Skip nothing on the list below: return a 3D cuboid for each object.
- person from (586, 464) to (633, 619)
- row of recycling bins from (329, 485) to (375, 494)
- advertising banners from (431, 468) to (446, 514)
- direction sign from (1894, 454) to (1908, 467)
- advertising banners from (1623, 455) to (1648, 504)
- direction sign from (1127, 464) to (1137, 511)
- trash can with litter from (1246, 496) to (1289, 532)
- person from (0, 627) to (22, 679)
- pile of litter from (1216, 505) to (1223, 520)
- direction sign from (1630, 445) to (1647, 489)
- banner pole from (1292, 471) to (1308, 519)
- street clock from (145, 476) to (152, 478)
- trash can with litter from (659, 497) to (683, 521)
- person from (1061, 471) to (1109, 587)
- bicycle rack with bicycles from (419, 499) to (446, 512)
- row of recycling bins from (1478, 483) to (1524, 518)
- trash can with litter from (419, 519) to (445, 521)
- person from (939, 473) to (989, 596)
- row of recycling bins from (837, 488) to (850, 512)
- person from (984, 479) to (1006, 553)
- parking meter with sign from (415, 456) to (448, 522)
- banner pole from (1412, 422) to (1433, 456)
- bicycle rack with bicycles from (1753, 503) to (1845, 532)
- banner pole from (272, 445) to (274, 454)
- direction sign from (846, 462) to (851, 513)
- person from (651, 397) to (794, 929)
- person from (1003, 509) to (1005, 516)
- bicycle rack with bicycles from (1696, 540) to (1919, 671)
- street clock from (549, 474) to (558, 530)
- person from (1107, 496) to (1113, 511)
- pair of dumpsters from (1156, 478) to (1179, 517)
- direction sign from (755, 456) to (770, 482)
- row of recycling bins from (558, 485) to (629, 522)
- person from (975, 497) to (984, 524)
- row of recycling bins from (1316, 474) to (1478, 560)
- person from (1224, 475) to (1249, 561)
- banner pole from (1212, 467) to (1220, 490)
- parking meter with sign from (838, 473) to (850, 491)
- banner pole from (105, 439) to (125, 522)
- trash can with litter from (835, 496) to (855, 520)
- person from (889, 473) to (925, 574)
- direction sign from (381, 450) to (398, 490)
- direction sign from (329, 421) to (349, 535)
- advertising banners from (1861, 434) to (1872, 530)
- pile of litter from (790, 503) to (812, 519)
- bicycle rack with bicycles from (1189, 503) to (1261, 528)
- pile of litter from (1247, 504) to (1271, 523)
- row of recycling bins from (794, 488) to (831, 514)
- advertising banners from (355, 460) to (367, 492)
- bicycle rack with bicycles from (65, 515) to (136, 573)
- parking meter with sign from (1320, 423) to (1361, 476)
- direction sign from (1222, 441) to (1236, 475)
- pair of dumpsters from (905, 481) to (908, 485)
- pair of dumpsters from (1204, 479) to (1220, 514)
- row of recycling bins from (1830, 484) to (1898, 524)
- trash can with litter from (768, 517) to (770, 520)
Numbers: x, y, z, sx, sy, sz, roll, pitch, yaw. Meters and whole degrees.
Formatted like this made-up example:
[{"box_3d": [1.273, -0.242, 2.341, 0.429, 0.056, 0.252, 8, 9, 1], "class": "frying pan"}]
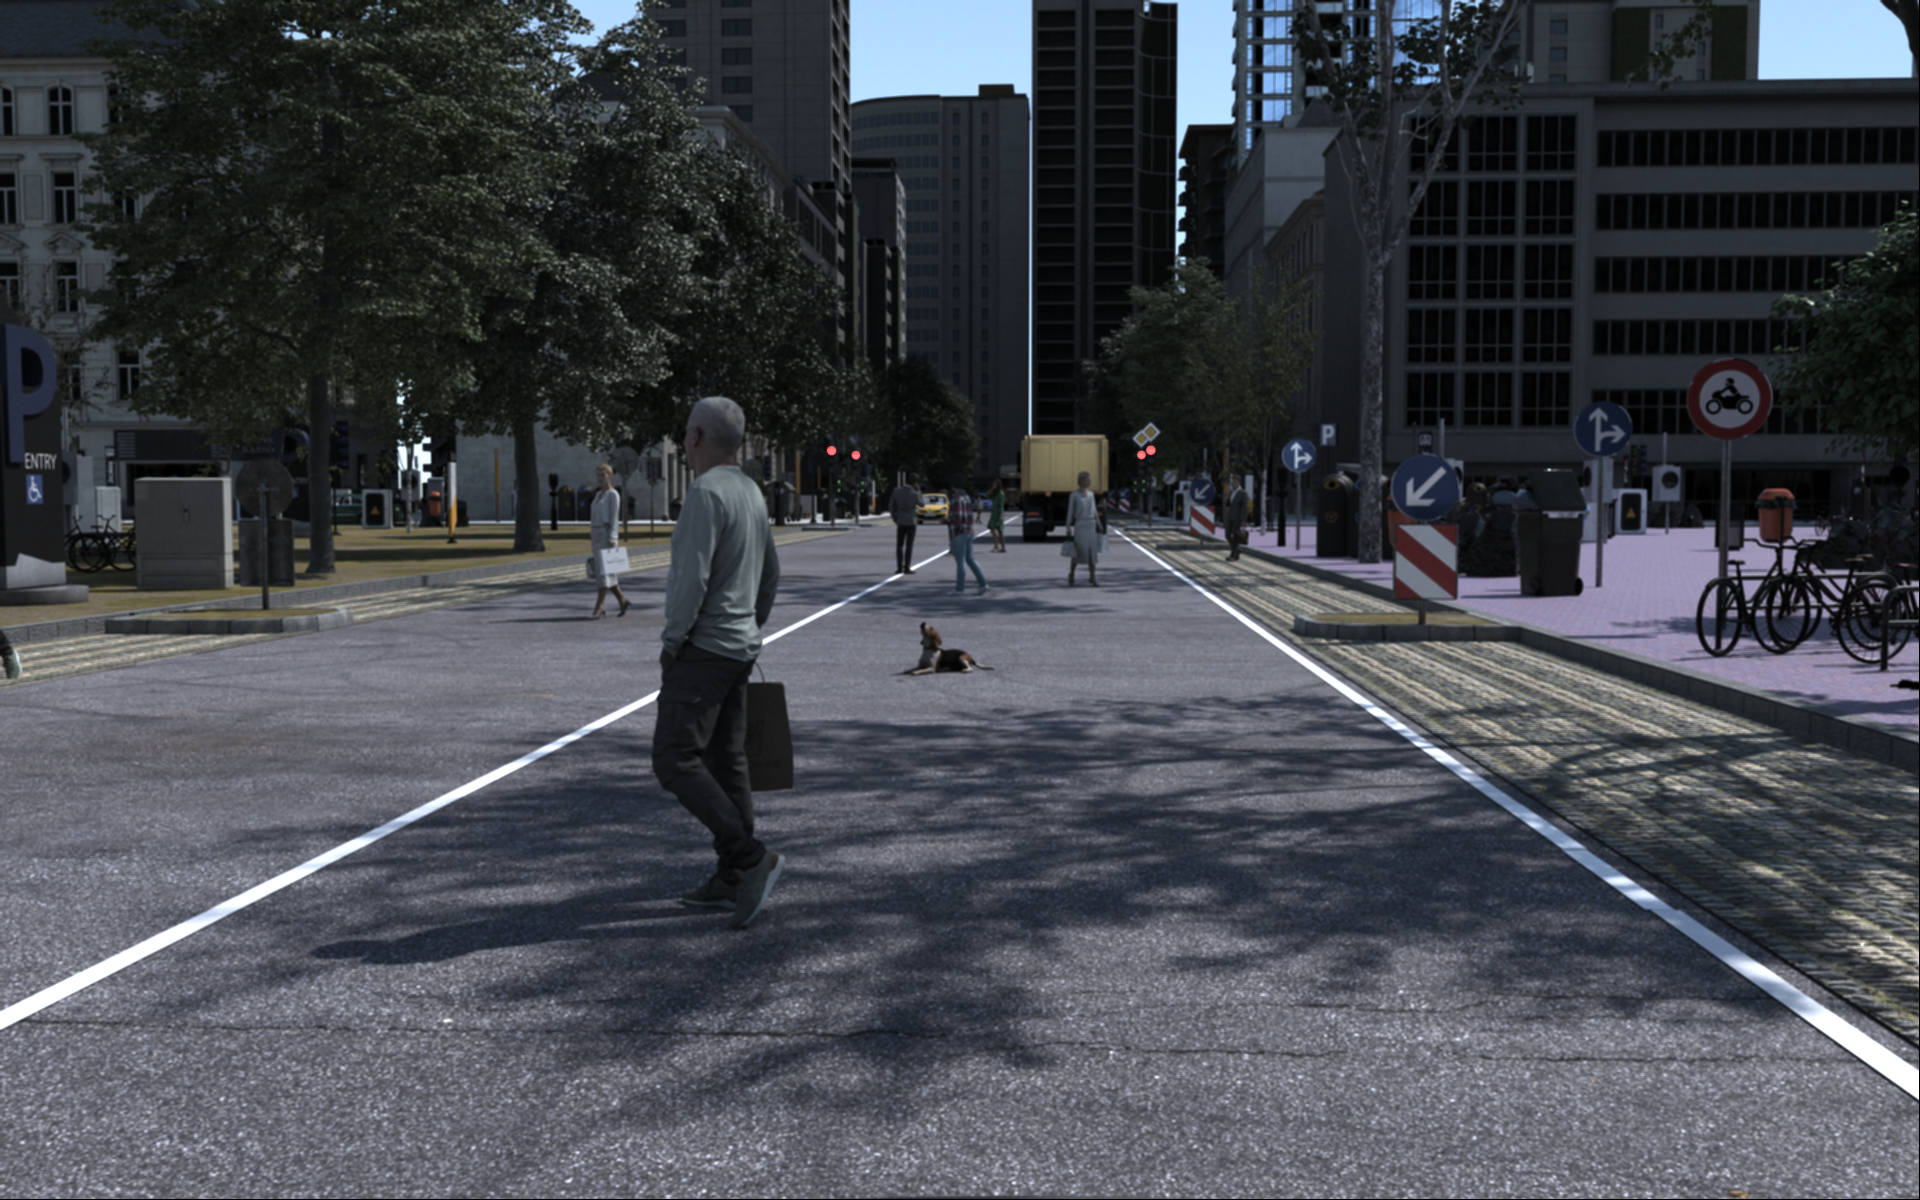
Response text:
[{"box_3d": [-4.039, -0.680, 19.975, 0.624, 1.780, 0.694, -2, 4, -28], "class": "person"}, {"box_3d": [-28.850, -4.470, 80.201, 3.534, 1.692, 1.069, -3, 5, -40], "class": "row of recycling bins"}, {"box_3d": [-37.805, -7.931, 125.863, 0.090, 3.025, 2.074, 1, 4, 17], "class": "advertising banners"}, {"box_3d": [41.330, -5.147, 76.154, 0.379, 3.537, 0.876, 0, 4, -5], "class": "direction sign"}, {"box_3d": [29.726, -4.900, 76.302, 0.090, 3.025, 2.074, -1, 4, -8], "class": "advertising banners"}, {"box_3d": [13.101, -8.551, 131.813, 0.876, 3.537, 0.379, -1, 4, -19], "class": "direction sign"}, {"box_3d": [10.418, -2.946, 59.227, 1.678, 1.210, 2.233, 1, 4, 23], "class": "trash can with litter"}, {"box_3d": [-7.693, -0.267, 13.345, 0.782, 1.767, 0.515, 2, 4, 26], "class": "person"}, {"box_3d": [13.306, -4.481, 87.229, 1.719, 0.858, 1.176, 0, 4, 6], "class": "pile of litter"}, {"box_3d": [31.438, -5.403, 80.330, 0.876, 3.537, 0.379, -1, 4, -19], "class": "direction sign"}, {"box_3d": [17.490, -6.066, 89.195, 0.863, 3.779, 0.401, 1, 4, 21], "class": "banner pole"}, {"box_3d": [-32.763, -4.000, 69.973, 0.358, 2.002, 0.471, -3, 4, -36], "class": "street clock"}, {"box_3d": [-13.616, -4.293, 81.574, 1.055, 1.170, 0.624, -1, 4, -16], "class": "trash can with litter"}, {"box_3d": [1.931, -1.102, 26.873, 0.694, 1.780, 0.624, -1, 4, -16], "class": "person"}, {"box_3d": [-41.949, -7.476, 135.608, 2.852, 0.926, 2.925, 3, 5, 43], "class": "bicycle rack with bicycles"}, {"box_3d": [19.672, -3.330, 61.559, 3.534, 1.692, 1.069, 3, 4, 39], "class": "row of recycling bins"}, {"box_3d": [-24.982, -4.381, 82.680, 2.233, 1.210, 1.678, 3, 5, 39], "class": "trash can with litter"}, {"box_3d": [0.054, -0.919, 24.362, 0.643, 1.720, 0.563, 2, 4, 23], "class": "person"}, {"box_3d": [-9.481, -7.106, 123.301, 3.534, 1.692, 1.069, 1, 4, 12], "class": "row of recycling bins"}, {"box_3d": [0.933, -2.052, 42.301, 0.529, 1.795, 0.600, -2, 4, -34], "class": "person"}, {"box_3d": [-23.928, -5.065, 79.070, 1.738, 3.016, 0.543, 0, 4, -7], "class": "parking meter with sign"}, {"box_3d": [16.101, -4.317, 60.594, 0.863, 3.779, 0.401, 1, 4, 11], "class": "banner pole"}, {"box_3d": [25.832, -2.434, 53.171, 2.852, 0.926, 2.925, 3, 4, 37], "class": "bicycle rack with bicycles"}, {"box_3d": [-30.521, -5.377, 77.935, 0.863, 3.779, 0.401, -1, 4, -9], "class": "banner pole"}, {"box_3d": [-7.602, -7.712, 118.095, 0.379, 3.537, 0.876, 1, 4, 10], "class": "direction sign"}, {"box_3d": [-0.780, 0.179, 6.055, 0.515, 1.767, 0.782, 1, 4, 13], "class": "person"}, {"box_3d": [2.815, -6.284, 115.516, 0.394, 1.301, 0.425, 0, 4, 8], "class": "person"}, {"box_3d": [7.147, -0.021, 13.733, 2.925, 0.926, 2.852, -1, 4, -14], "class": "bicycle rack with bicycles"}, {"box_3d": [-14.334, -3.458, 61.113, 0.358, 2.002, 0.471, -2, 4, -25], "class": "street clock"}, {"box_3d": [11.425, -7.523, 131.685, 0.537, 1.800, 0.526, 3, 4, 36], "class": "person"}, {"box_3d": [11.846, -5.768, 96.799, 1.574, 2.255, 4.437, 0, 4, 3], "class": "pair of dumpsters"}, {"box_3d": [-11.761, -6.808, 103.311, 0.876, 3.537, 0.379, -1, 4, -21], "class": "direction sign"}, {"box_3d": [-17.219, -4.542, 81.376, 3.534, 1.692, 1.069, 1, 4, 13], "class": "row of recycling bins"}, {"box_3d": [0.932, -4.337, 83.679, 0.475, 1.303, 0.640, -3, 5, -40], "class": "person"}, {"box_3d": [8.461, -1.666, 34.357, 1.069, 1.692, 3.534, -2, 4, -32], "class": "row of recycling bins"}, {"box_3d": [5.870, -1.731, 36.760, 0.622, 1.834, 0.822, 3, 5, 40], "class": "person"}, {"box_3d": [20.379, -9.082, 138.511, 0.863, 3.779, 0.401, -1, 4, -14], "class": "banner pole"}, {"box_3d": [-9.304, -9.113, 145.253, 1.738, 3.016, 0.543, -2, 4, -29], "class": "parking meter with sign"}, {"box_3d": [-38.644, -5.451, 79.141, 0.401, 3.779, 0.863, 2, 4, 32], "class": "banner pole"}, {"box_3d": [-5.785, -4.664, 87.645, 1.055, 1.170, 0.624, 2, 4, 24], "class": "trash can with litter"}, {"box_3d": [-0.958, -1.368, 31.043, 0.592, 1.802, 0.473, 2, 4, 33], "class": "person"}, {"box_3d": [-29.461, -5.963, 89.498, 0.876, 3.537, 0.379, 0, 4, 3], "class": "direction sign"}, {"box_3d": [-19.401, -3.774, 53.704, 0.876, 3.537, 0.379, -1, 4, -12], "class": "direction sign"}, {"box_3d": [20.413, -2.621, 39.036, 0.090, 3.025, 2.074, 2, 4, 32], "class": "advertising banners"}, {"box_3d": [-8.217, -4.679, 90.461, 1.176, 0.858, 1.719, 3, 4, 38], "class": "pile of litter"}, {"box_3d": [10.064, -3.230, 66.199, 2.925, 0.926, 2.852, 0, 4, -1], "class": "bicycle rack with bicycles"}, {"box_3d": [13.133, -3.891, 77.578, 1.719, 0.858, 1.176, 1, 4, 13], "class": "pile of litter"}, {"box_3d": [-10.280, -6.494, 113.292, 3.534, 1.692, 1.069, -2, 4, -34], "class": "row of recycling bins"}, {"box_3d": [-31.366, -5.698, 89.344, 0.090, 3.025, 2.074, 2, 4, 27], "class": "advertising banners"}, {"box_3d": [-14.170, -0.967, 29.193, 2.925, 0.926, 2.852, -1, 4, -8], "class": "bicycle rack with bicycles"}, {"box_3d": [9.840, -2.885, 43.425, 1.738, 3.016, 0.543, -2, 4, -33], "class": "parking meter with sign"}, {"box_3d": [11.575, -5.049, 74.547, 0.379, 3.537, 0.876, -2, 4, -30], "class": "direction sign"}, {"box_3d": [-4.387, -7.747, 129.156, 1.574, 2.255, 4.437, 0, 4, 3], "class": "pair of dumpsters"}, {"box_3d": [12.820, -5.449, 91.584, 1.574, 2.255, 4.437, 0, 4, 3], "class": "pair of dumpsters"}, {"box_3d": [38.877, -4.107, 74.262, 3.534, 1.692, 1.069, -1, 4, -21], "class": "row of recycling bins"}, {"box_3d": [-9.701, -4.450, 84.142, 0.624, 1.170, 1.055, 1, 4, 20], "class": "trash can with litter"}]
